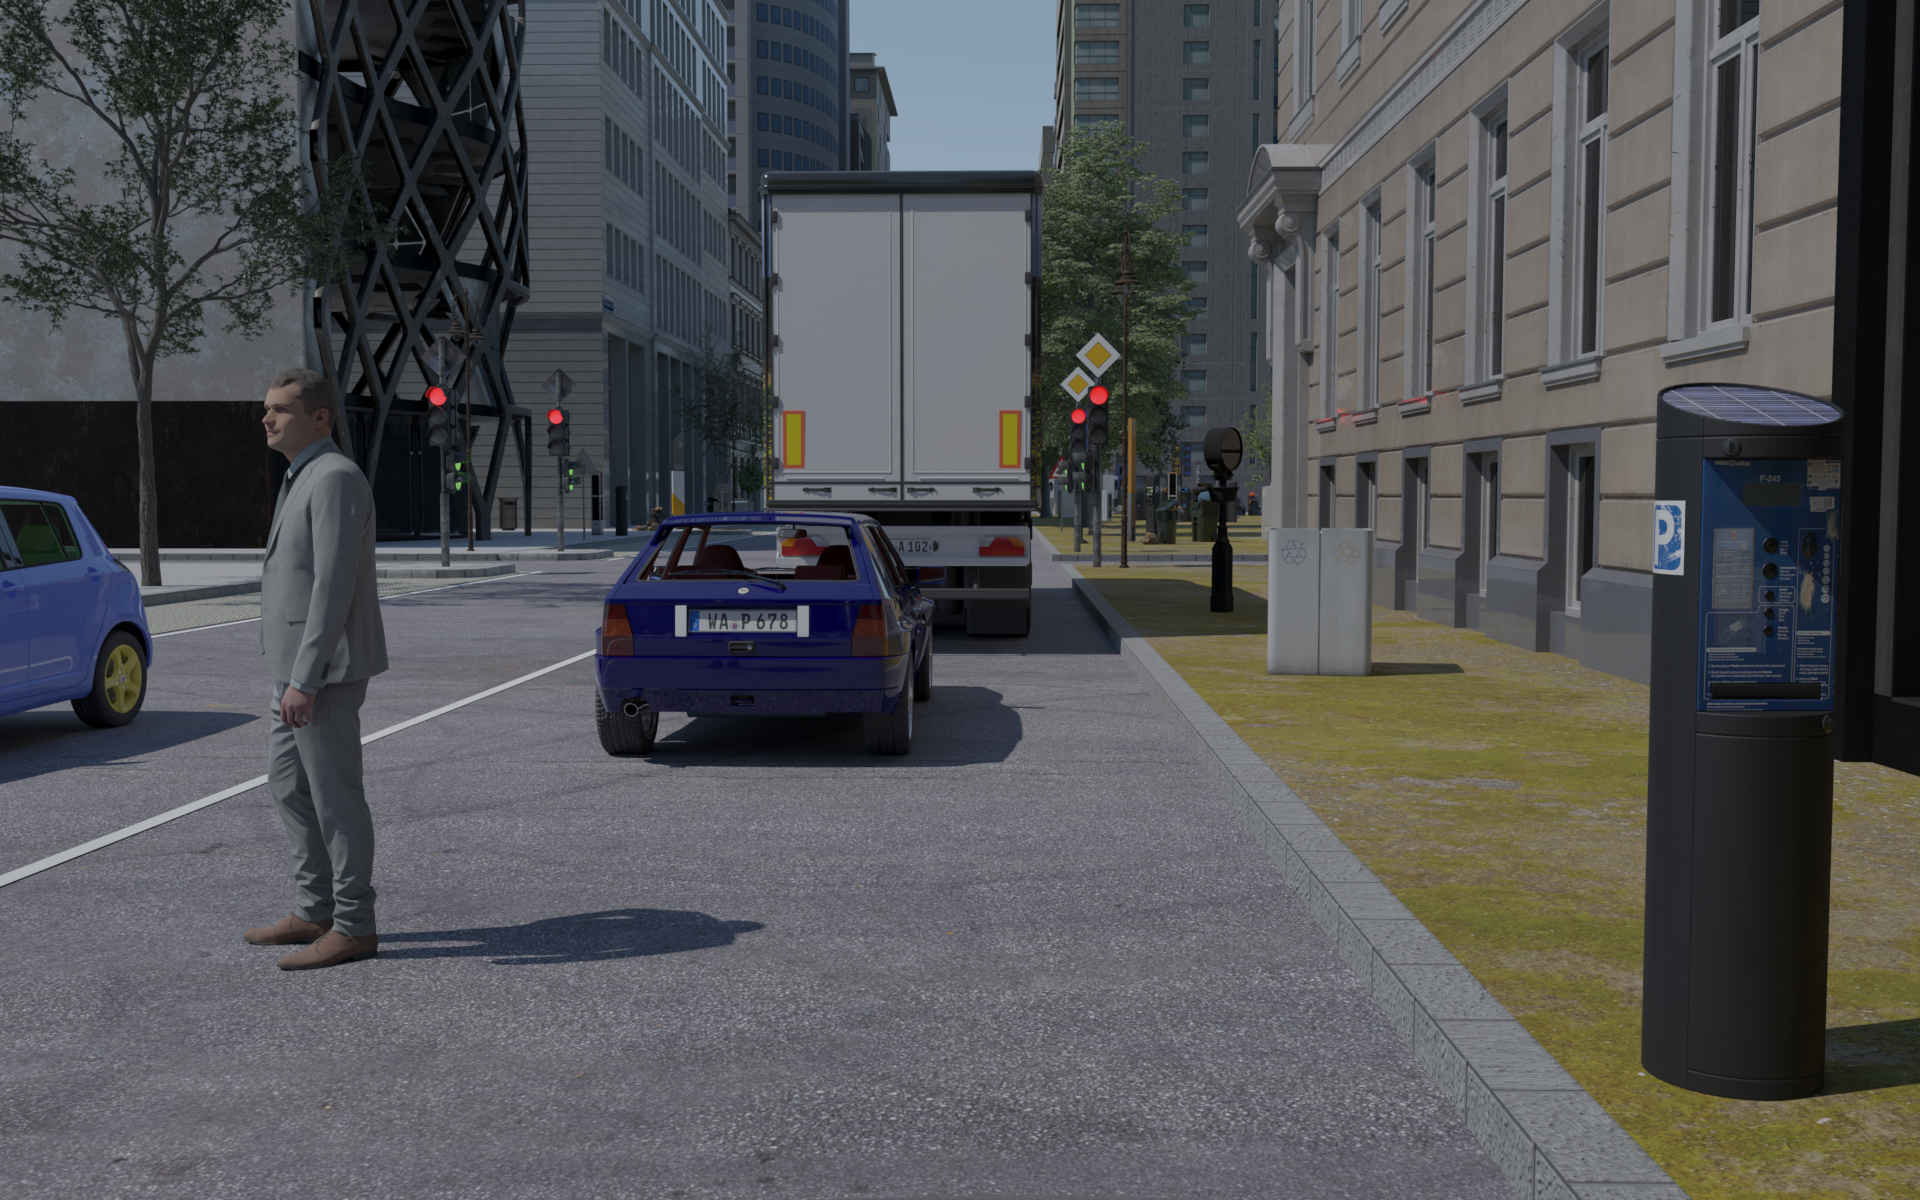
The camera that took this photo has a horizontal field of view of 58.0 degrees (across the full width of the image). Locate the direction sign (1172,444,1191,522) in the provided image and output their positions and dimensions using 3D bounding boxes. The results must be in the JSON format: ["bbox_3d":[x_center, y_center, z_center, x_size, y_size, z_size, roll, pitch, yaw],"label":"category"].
[{"bbox_3d":[10.003,-5.276,78.253,0.876,3.537,0.379,1,4,23],"label":"direction sign"}]

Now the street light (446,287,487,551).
[{"bbox_3d":[-11.003,-4.036,38.781,0.468,5.910,1.993,0,4,1],"label":"street light"}]

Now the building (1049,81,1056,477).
[{"bbox_3d":[20.558,-33.740,171.253,23.786,49.044,30.456,0,4,1],"label":"building"}]

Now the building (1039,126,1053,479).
[{"bbox_3d":[20.728,-36.319,217.509,21.300,48.544,21.600,0,4,1],"label":"building"}]

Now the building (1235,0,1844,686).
[{"bbox_3d":[10.988,-14.166,17.520,13.634,28.700,20.117,0,4,1],"label":"building"}]

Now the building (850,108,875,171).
[{"bbox_3d":[-16.200,-30.283,178.718,14.154,41.232,14.086,0,4,1],"label":"building"}]

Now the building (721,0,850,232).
[{"bbox_3d":[-21.663,-37.628,157.209,21.231,58.520,28.212,0,4,1],"label":"building"}]

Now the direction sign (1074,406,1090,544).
[{"bbox_3d":[3.153,-3.231,44.830,0.379,3.537,0.876,-1,4,-23],"label":"direction sign"}]

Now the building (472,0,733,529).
[{"bbox_3d":[-18.088,-18.359,77.668,11.434,29.767,29.804,0,4,1],"label":"building"}]

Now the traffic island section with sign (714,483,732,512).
[{"bbox_3d":[-8.376,-3.208,61.072,1.989,1.847,2.006,0,4,1],"label":"traffic island section with sign"}]

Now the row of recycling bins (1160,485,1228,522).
[{"bbox_3d":[10.618,-4.412,79.256,3.534,1.692,1.069,0,4,4],"label":"row of recycling bins"}]

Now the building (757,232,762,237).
[{"bbox_3d":[-24.828,-17.381,129.220,27.650,21.520,28.899,0,4,1],"label":"building"}]

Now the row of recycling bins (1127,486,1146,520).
[{"bbox_3d":[8.992,-4.821,85.943,1.069,1.692,3.534,1,4,15],"label":"row of recycling bins"}]

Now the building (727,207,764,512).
[{"bbox_3d":[-16.832,-14.565,102.763,10.561,19.102,19.286,0,4,1],"label":"building"}]

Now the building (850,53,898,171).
[{"bbox_3d":[-22.582,-38.121,212.523,28.713,52.752,27.495,0,4,1],"label":"building"}]

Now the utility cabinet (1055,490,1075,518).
[{"bbox_3d":[5.798,-5.115,92.312,1.173,1.500,0.318,-2,4,-27],"label":"utility cabinet"}]

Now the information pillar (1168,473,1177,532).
[{"bbox_3d":[7.282,-3.356,59.355,0.304,2.012,0.304,0,4,6],"label":"information pillar"}]

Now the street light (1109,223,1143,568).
[{"bbox_3d":[2.845,-3.491,29.860,0.468,5.910,1.993,0,4,1],"label":"street light"}]

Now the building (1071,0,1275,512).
[{"bbox_3d":[15.143,-27.170,127.823,14.154,41.232,14.086,0,4,1],"label":"building"}]

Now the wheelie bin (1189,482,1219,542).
[{"bbox_3d":[6.560,-2.355,46.415,0.693,1.594,0.980,-2,4,-26],"label":"wheelie bin"}]

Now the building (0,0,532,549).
[{"bbox_3d":[-21.065,-11.071,48.455,16.820,18.784,16.811,0,4,1],"label":"building"}]

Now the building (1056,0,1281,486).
[{"bbox_3d":[19.006,-31.903,145.320,21.300,48.544,21.600,0,4,1],"label":"building"}]

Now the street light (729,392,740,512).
[{"bbox_3d":[-9.997,-6.339,76.435,0.468,5.910,1.993,0,4,1],"label":"street light"}]

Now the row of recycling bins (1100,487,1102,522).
[{"bbox_3d":[5.902,-4.338,78.042,1.069,1.692,3.534,0,4,5],"label":"row of recycling bins"}]

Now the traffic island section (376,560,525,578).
[{"bbox_3d":[-9.114,-0.511,30.637,2.009,0.180,2.903,0,4,1],"label":"traffic island section"}]

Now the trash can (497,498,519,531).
[{"bbox_3d":[-15.830,-2.999,60.693,0.748,1.137,0.748,0,3,0],"label":"trash can"}]

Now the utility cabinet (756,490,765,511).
[{"bbox_3d":[-10.591,-5.230,94.185,0.318,1.500,1.173,2,4,34],"label":"utility cabinet"}]

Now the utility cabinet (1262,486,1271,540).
[{"bbox_3d":[8.641,-2.333,46.829,0.318,1.500,1.173,-2,4,-29],"label":"utility cabinet"}]

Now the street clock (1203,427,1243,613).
[{"bbox_3d":[2.853,-0.871,18.810,0.358,2.002,0.471,3,4,39],"label":"street clock"}]

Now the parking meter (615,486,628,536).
[{"bbox_3d":[-10.387,-2.735,53.129,0.372,1.533,0.369,0,3,0],"label":"parking meter"}]

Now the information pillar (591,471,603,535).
[{"bbox_3d":[-11.360,-3.041,54.210,0.304,2.012,0.304,0,4,6],"label":"information pillar"}]

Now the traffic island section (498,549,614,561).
[{"bbox_3d":[-8.917,-0.999,38.620,2.009,0.180,2.903,0,4,1],"label":"traffic island section"}]

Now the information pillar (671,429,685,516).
[{"bbox_3d":[-10.191,-4.362,62.670,0.504,3.616,0.183,-3,5,-40],"label":"information pillar"}]
